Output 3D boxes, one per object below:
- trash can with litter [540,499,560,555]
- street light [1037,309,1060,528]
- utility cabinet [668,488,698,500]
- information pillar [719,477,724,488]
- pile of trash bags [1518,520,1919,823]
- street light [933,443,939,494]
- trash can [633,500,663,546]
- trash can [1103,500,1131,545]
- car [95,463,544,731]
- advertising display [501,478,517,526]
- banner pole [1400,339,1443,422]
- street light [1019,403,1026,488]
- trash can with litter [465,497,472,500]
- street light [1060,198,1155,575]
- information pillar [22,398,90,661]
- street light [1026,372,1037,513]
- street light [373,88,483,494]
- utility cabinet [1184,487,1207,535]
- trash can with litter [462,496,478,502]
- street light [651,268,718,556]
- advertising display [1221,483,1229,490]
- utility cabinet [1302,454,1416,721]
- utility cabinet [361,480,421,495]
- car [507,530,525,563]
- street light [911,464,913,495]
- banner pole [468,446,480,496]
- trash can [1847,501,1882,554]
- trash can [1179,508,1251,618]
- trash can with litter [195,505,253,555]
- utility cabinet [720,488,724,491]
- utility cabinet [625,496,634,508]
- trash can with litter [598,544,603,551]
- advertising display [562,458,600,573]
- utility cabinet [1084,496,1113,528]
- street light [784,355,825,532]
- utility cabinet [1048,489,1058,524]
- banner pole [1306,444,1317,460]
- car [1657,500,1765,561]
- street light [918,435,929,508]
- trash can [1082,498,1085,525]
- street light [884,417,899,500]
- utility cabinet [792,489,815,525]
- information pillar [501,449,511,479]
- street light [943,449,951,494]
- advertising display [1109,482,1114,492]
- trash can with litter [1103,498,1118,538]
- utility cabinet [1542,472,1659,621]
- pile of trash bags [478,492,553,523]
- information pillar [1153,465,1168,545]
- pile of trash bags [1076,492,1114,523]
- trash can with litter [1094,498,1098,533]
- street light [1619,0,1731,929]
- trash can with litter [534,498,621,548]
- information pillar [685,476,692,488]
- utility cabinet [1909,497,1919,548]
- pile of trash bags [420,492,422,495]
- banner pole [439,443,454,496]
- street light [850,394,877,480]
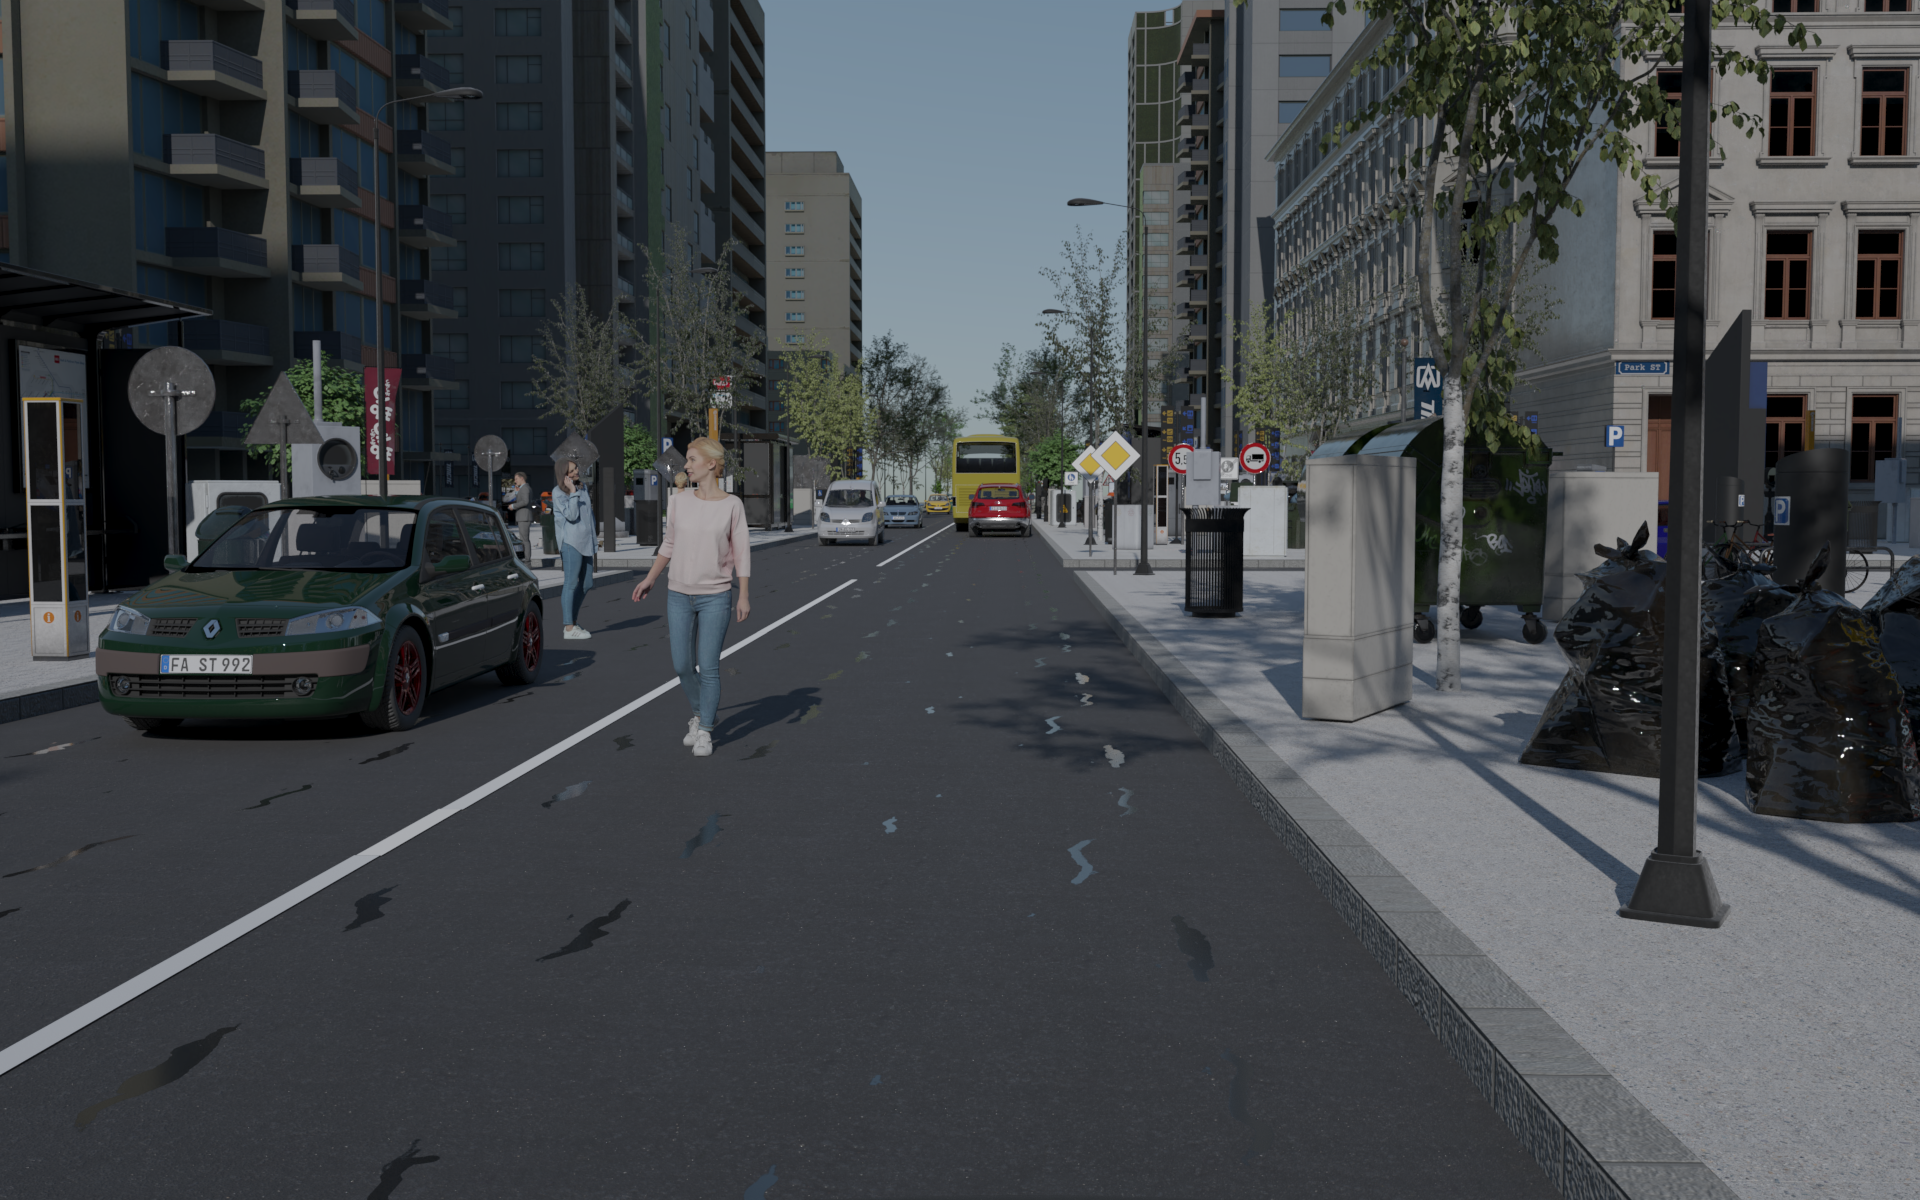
[{"bbox_3d":[-8.380,-1.554,36.790,1.055,1.170,0.624,0,4,-1],"label":"trash can with litter"},{"bbox_3d":[2.756,-4.344,43.570,1.470,5.913,1.316,0,4,1],"label":"street light"},{"bbox_3d":[-9.634,-3.177,60.624,1.173,1.500,0.318,0,4,0],"label":"utility cabinet"},{"bbox_3d":[-12.683,-6.161,92.079,0.183,3.616,0.504,-3,4,-36],"label":"information pillar"},{"bbox_3d":[4.004,0.152,7.274,1.912,1.369,3.447,-1,4,-20],"label":"pile of trash bags"},{"bbox_3d":[-2.568,-11.282,156.999,1.470,5.913,1.316,0,4,1],"label":"street light"},{"bbox_3d":[-7.665,-1.895,42.635,0.748,1.137,0.748,0,3,0],"label":"trash can"},{"bbox_3d":[3.986,-1.979,44.016,0.748,1.137,0.748,0,3,0],"label":"trash can"},{"bbox_3d":[-4.126,-0.118,11.723,2.009,1.686,4.222,0,4,3],"label":"car"},{"bbox_3d":[-18.107,-3.964,70.019,0.974,1.923,0.123,1,4,22],"label":"advertising display"},{"bbox_3d":[7.388,-2.322,27.983,0.863,3.779,0.401,0,4,3],"label":"banner pole"},{"bbox_3d":[3.866,-7.064,88.042,1.470,5.913,1.316,0,4,1],"label":"street light"},{"bbox_3d":[-20.053,-3.687,71.663,0.624,1.170,1.055,3,4,37],"label":"trash can with litter"},{"bbox_3d":[2.379,-3.351,27.322,1.470,5.913,1.316,0,4,1],"label":"street light"},{"bbox_3d":[-6.968,-0.543,13.368,0.304,2.012,0.304,0,4,4],"label":"information pillar"},{"bbox_3d":[3.337,-5.702,65.765,1.470,5.913,1.316,0,4,1],"label":"street light"},{"bbox_3d":[-6.147,-2.901,19.972,1.470,5.913,1.316,0,4,1],"label":"street light"},{"bbox_3d":[7.035,-2.742,53.509,1.173,1.500,0.318,1,4,13],"label":"utility cabinet"},{"bbox_3d":[-13.907,-2.415,50.536,2.233,1.210,1.678,-1,4,-21],"label":"trash can with litter"},{"bbox_3d":[-5.664,-3.862,35.692,1.470,5.913,1.316,0,4,1],"label":"street light"},{"bbox_3d":[14.767,-5.698,98.375,0.974,1.923,0.123,1,4,11],"label":"advertising display"},{"bbox_3d":[2.347,-0.092,10.177,0.318,1.500,1.173,2,4,30],"label":"utility cabinet"},{"bbox_3d":[-9.366,-1.185,28.060,1.173,1.500,0.318,-2,4,-31],"label":"utility cabinet"},{"bbox_3d":[-9.815,-1.264,30.451,4.222,1.686,2.009,0,4,3],"label":"car"},{"bbox_3d":[-3.748,-8.531,112.026,1.470,5.913,1.316,0,4,1],"label":"street light"},{"bbox_3d":[-25.315,-6.119,90.065,0.401,3.779,0.863,3,5,41],"label":"banner pole"},{"bbox_3d":[19.265,-1.550,37.001,0.748,1.137,0.748,0,3,0],"label":"trash can"},{"bbox_3d":[2.653,-0.393,18.071,0.748,1.137,0.748,0,3,0],"label":"trash can"},{"bbox_3d":[-7.053,-0.318,16.579,0.624,1.170,1.055,0,4,0],"label":"trash can with litter"},{"bbox_3d":[-9.478,-3.578,67.184,1.173,1.500,0.318,1,4,13],"label":"utility cabinet"},{"bbox_3d":[-12.612,-3.433,67.298,1.020,1.237,0.306,-3,5,-40],"label":"utility cabinet"},{"bbox_3d":[-8.624,-1.688,38.989,0.624,1.170,1.055,3,5,41],"label":"trash can with litter"},{"bbox_3d":[-6.256,-1.418,28.406,0.974,1.923,0.123,3,5,41],"label":"advertising display"},{"bbox_3d":[5.231,-3.318,65.410,1.020,1.237,0.306,1,4,17],"label":"utility cabinet"},{"bbox_3d":[-5.198,-5.220,57.890,1.470,5.913,1.316,0,4,1],"label":"street light"},{"bbox_3d":[3.947,-3.921,72.788,0.318,1.500,1.173,1,4,11],"label":"utility cabinet"},{"bbox_3d":[17.567,-5.906,86.588,0.401,3.779,0.863,-3,4,-37],"label":"banner pole"},{"bbox_3d":[12.482,-1.169,31.690,3.894,1.354,1.945,0,4,2],"label":"car"},{"bbox_3d":[-3.173,-9.889,134.221,1.470,5.913,1.316,0,4,1],"label":"street light"},{"bbox_3d":[5.197,-3.491,68.731,0.748,1.137,0.748,0,3,0],"label":"trash can"},{"bbox_3d":[-3.986,-8.062,104.348,1.470,5.913,1.316,0,4,1],"label":"street light"},{"bbox_3d":[-6.495,-3.805,70.887,1.173,1.500,0.318,2,4,34],"label":"utility cabinet"},{"bbox_3d":[-23.373,-5.988,89.263,0.504,3.616,0.183,-1,4,-21],"label":"information pillar"},{"bbox_3d":[-1.977,-12.639,179.194,1.470,5.913,1.316,0,4,1],"label":"street light"},{"bbox_3d":[8.256,-5.227,90.677,0.974,1.923,0.123,1,4,22],"label":"advertising display"},{"bbox_3d":[4.742,-2.403,50.671,1.055,1.170,0.624,2,4,24],"label":"trash can with litter"},{"bbox_3d":[6.448,-0.537,17.458,1.173,1.500,0.318,-1,4,-21],"label":"utility cabinet"},{"bbox_3d":[-22.385,-4.690,86.432,3.447,1.369,1.912,0,4,8],"label":"pile of trash bags"},{"bbox_3d":[5.044,-2.388,43.531,0.304,2.012,0.304,-1,4,-9],"label":"information pillar"},{"bbox_3d":[6.285,-4.188,78.225,1.912,1.369,3.447,2,4,29],"label":"pile of trash bags"},{"bbox_3d":[4.883,-2.725,55.933,1.055,1.170,0.624,-1,4,-9],"label":"trash can with litter"},{"bbox_3d":[1.643,-1.993,5.131,1.470,5.913,1.316,0,4,1],"label":"street light"},{"bbox_3d":[-9.457,-1.916,42.391,2.233,1.210,1.678,0,4,-7],"label":"trash can with litter"},{"bbox_3d":[-11.303,-4.063,70.929,0.304,2.012,0.304,-2,4,-28],"label":"information pillar"},{"bbox_3d":[22.761,-1.814,40.818,0.306,1.237,1.020,0,4,4],"label":"utility cabinet"},{"bbox_3d":[-16.812,-2.735,54.462,1.912,1.369,3.447,-2,4,-30],"label":"pile of trash bags"},{"bbox_3d":[-25.104,-5.784,84.578,0.863,3.779,0.401,-2,4,-33],"label":"banner pole"},{"bbox_3d":[-4.541,-6.615,80.693,1.470,5.913,1.316,0,4,1],"label":"street light"}]
